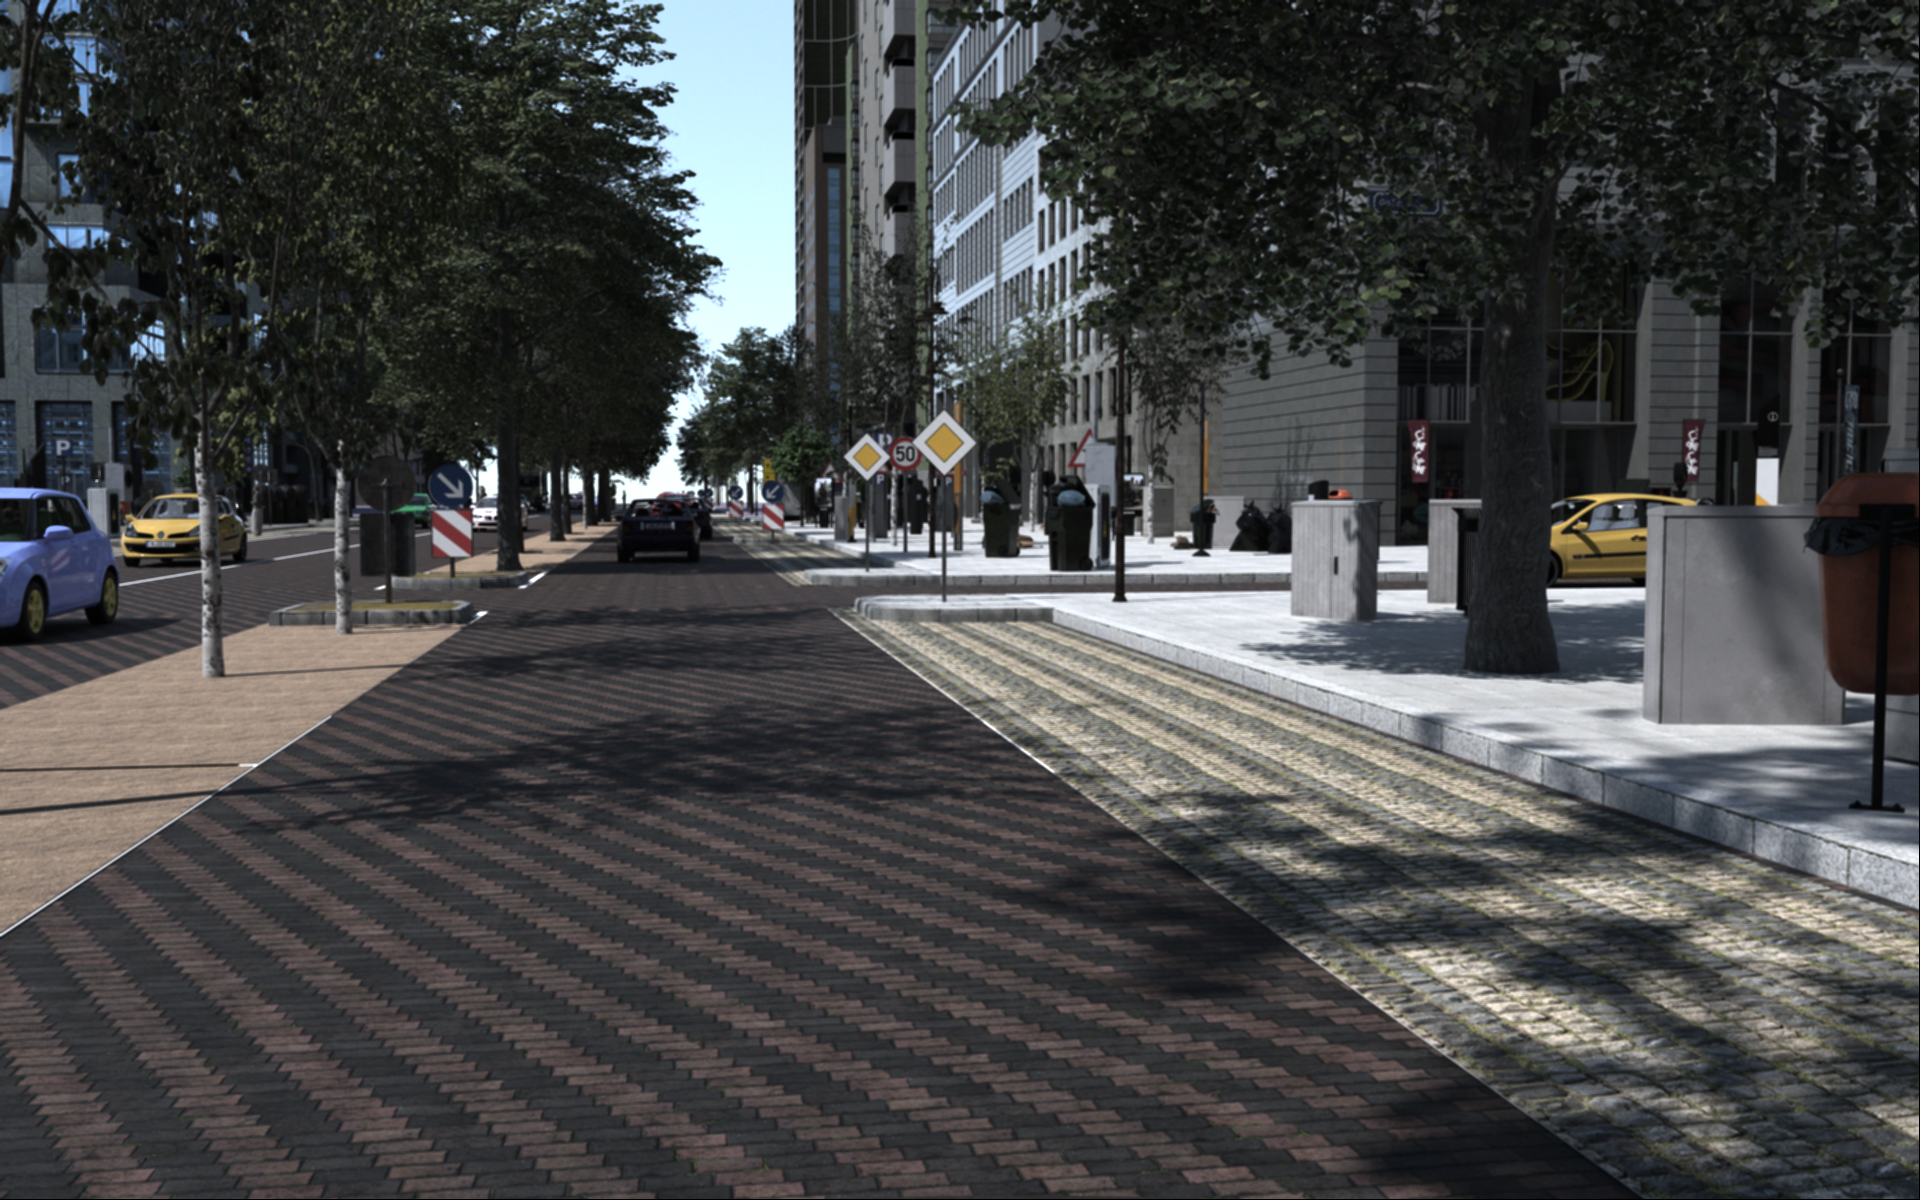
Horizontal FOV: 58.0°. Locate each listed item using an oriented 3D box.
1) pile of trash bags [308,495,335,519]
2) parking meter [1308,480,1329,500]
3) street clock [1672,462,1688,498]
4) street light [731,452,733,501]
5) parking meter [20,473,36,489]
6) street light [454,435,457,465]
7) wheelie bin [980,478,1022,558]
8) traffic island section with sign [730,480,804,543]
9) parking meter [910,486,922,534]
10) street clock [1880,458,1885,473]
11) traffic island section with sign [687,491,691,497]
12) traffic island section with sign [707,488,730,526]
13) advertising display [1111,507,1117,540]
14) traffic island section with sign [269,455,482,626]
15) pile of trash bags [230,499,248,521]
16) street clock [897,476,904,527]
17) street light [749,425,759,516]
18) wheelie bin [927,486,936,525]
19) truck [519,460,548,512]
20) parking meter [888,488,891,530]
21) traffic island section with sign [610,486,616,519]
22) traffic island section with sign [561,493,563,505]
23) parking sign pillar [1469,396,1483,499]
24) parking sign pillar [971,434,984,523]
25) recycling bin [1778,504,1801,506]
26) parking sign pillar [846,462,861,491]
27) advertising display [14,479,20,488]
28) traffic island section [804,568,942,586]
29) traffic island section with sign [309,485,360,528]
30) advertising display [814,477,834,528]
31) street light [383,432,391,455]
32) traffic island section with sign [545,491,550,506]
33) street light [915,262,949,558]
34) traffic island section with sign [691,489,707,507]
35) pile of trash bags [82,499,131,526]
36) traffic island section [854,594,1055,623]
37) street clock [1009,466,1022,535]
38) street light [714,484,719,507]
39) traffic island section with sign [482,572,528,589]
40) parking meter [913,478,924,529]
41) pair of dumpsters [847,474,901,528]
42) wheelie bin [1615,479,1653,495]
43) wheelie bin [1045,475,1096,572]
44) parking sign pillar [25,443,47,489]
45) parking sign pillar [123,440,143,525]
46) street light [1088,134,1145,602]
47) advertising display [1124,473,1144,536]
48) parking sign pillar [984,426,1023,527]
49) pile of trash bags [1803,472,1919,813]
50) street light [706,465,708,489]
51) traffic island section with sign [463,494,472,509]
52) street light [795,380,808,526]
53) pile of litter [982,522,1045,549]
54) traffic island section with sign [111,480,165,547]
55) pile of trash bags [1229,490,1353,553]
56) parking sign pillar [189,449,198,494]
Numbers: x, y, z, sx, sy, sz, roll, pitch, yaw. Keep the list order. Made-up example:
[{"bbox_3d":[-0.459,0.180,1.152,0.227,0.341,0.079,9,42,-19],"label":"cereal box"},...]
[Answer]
[{"bbox_3d":[-33.676,-4.866,89.319,3.447,1.369,1.912,-2,4,-30],"label":"pile of trash bags"},{"bbox_3d":[6.661,-1.456,32.220,0.372,1.533,0.369,0,3,0],"label":"parking meter"},{"bbox_3d":[16.504,-2.150,39.721,0.358,2.002,0.471,2,4,32],"label":"street clock"},{"bbox_3d":[-18.870,-10.408,142.960,0.468,5.910,1.993,-1,4,-10],"label":"street light"},{"bbox_3d":[-26.368,-2.650,49.042,0.255,1.863,0.399,0,4,5],"label":"parking meter"},{"bbox_3d":[-39.179,-9.899,134.637,0.468,5.910,1.993,-1,4,-10],"label":"street light"},{"bbox_3d":[0.809,-1.662,35.079,0.693,1.594,0.980,2,4,26],"label":"wheelie bin"},{"bbox_3d":[-5.661,-2.592,51.011,1.989,1.847,2.006,-1,4,-10],"label":"traffic island section with sign"},{"bbox_3d":[-1.401,-2.860,55.179,0.372,1.533,0.369,0,3,0],"label":"parking meter"},{"bbox_3d":[17.932,-1.760,33.349,0.358,2.002,0.471,0,4,0],"label":"street clock"},{"bbox_3d":[-23.045,-8.859,153.476,1.989,1.847,2.006,-1,4,-10],"label":"traffic island section with sign"},{"bbox_3d":[-10.175,-4.218,77.587,1.989,1.847,2.006,-1,4,-10],"label":"traffic island section with sign"},{"bbox_3d":[3.980,-2.595,47.636,0.123,1.923,0.974,3,5,40],"label":"advertising display"},{"bbox_3d":[-6.635,-0.711,19.765,2.006,1.907,1.989,-1,4,-10],"label":"traffic island section with sign"},{"bbox_3d":[-34.955,-4.338,80.681,3.447,1.369,1.912,1,4,14],"label":"pile of trash bags"},{"bbox_3d":[-2.353,-3.878,67.971,0.358,2.002,0.471,2,4,27],"label":"street clock"},{"bbox_3d":[-13.163,-8.344,109.217,0.468,5.910,1.993,-1,4,-10],"label":"street light"},{"bbox_3d":[-0.814,-3.715,68.641,0.980,1.594,0.693,-3,4,-37],"label":"wheelie bin"},{"bbox_3d":[-35.548,-9.416,142.867,2.839,4.237,11.283,-1,4,-11],"label":"truck"},{"bbox_3d":[-2.514,-3.237,61.334,0.372,1.533,0.369,0,3,0],"label":"parking meter"},{"bbox_3d":[-20.431,-5.689,101.154,2.006,1.907,1.989,-1,4,-10],"label":"traffic island section with sign"},{"bbox_3d":[-53.511,-13.645,231.723,1.989,1.847,2.006,-1,4,-10],"label":"traffic island section with sign"},{"bbox_3d":[13.170,-3.239,41.424,1.447,3.967,1.447,-1,4,-16],"label":"parking sign pillar"},{"bbox_3d":[1.205,-5.374,76.335,1.447,3.967,1.447,1,4,17],"label":"parking sign pillar"},{"bbox_3d":[19.712,-1.785,41.743,0.722,1.027,0.722,-2,4,-29],"label":"recycling bin"},{"bbox_3d":[-5.762,-6.699,97.993,1.447,3.967,1.447,1,4,16],"label":"parking sign pillar"},{"bbox_3d":[-40.257,-4.219,74.196,0.123,1.923,0.974,-1,4,-10],"label":"advertising display"},{"bbox_3d":[-1.503,-0.380,28.487,2.009,0.180,2.903,-1,4,-10],"label":"traffic island section"},{"bbox_3d":[-26.882,-4.039,74.670,1.989,1.847,2.006,-1,4,-10],"label":"traffic island section with sign"},{"bbox_3d":[-5.120,-3.673,65.264,0.974,1.923,0.123,3,5,40],"label":"advertising display"},{"bbox_3d":[-33.414,-7.833,100.861,0.468,5.910,1.993,-1,4,-10],"label":"street light"},{"bbox_3d":[-48.932,-11.998,204.795,1.989,1.847,2.006,-1,4,-10],"label":"traffic island section with sign"},{"bbox_3d":[-0.561,-3.784,34.662,0.468,5.910,1.993,-1,4,-10],"label":"street light"},{"bbox_3d":[-18.460,-7.207,126.462,1.989,1.847,2.006,-1,4,-10],"label":"traffic island section with sign"},{"bbox_3d":[-34.671,-3.686,70.019,1.912,1.369,3.447,1,4,8],"label":"pile of trash bags"},{"bbox_3d":[-0.168,0.102,20.614,2.009,0.180,2.903,-1,4,-10],"label":"traffic island section"},{"bbox_3d":[1.404,-2.428,44.274,0.358,2.002,0.471,-1,4,-10],"label":"street clock"},{"bbox_3d":[-27.098,-13.381,191.563,0.468,5.910,1.993,-1,4,-10],"label":"street light"},{"bbox_3d":[-7.863,-1.158,27.070,2.006,1.907,1.989,-1,4,-10],"label":"traffic island section with sign"},{"bbox_3d":[-1.525,-3.526,63.362,0.399,1.863,0.255,-1,4,-10],"label":"parking meter"},{"bbox_3d":[-3.224,-3.816,64.878,1.574,2.255,4.437,-1,4,-10],"label":"pair of dumpsters"},{"bbox_3d":[13.941,-1.713,35.920,0.980,1.594,0.693,3,5,43],"label":"wheelie bin"},{"bbox_3d":[1.827,-1.279,28.815,0.693,1.594,0.980,-2,4,-24],"label":"wheelie bin"},{"bbox_3d":[-48.515,-6.267,90.937,1.447,3.967,1.447,0,4,0],"label":"parking sign pillar"},{"bbox_3d":[-34.630,-5.153,72.722,1.447,3.967,1.447,-2,4,-28],"label":"parking sign pillar"},{"bbox_3d":[1.906,-2.917,20.482,0.468,5.910,1.993,-1,4,-10],"label":"street light"},{"bbox_3d":[5.155,-2.925,53.043,0.974,1.923,0.123,0,4,4],"label":"advertising display"},{"bbox_3d":[1.794,-4.909,68.729,1.447,3.967,1.447,0,4,2],"label":"parking sign pillar"},{"bbox_3d":[5.070,0.198,6.517,3.447,1.369,1.912,2,4,30],"label":"pile of trash bags"},{"bbox_3d":[-32.940,-15.483,225.941,0.468,5.910,1.993,-1,4,-10],"label":"street light"},{"bbox_3d":[-35.298,-7.073,124.268,1.989,1.847,2.006,-1,4,-10],"label":"traffic island section with sign"},{"bbox_3d":[-6.266,-5.858,68.563,0.468,5.910,1.993,-1,4,-10],"label":"street light"},{"bbox_3d":[1.243,-1.664,41.168,1.719,0.858,1.176,-1,4,-23],"label":"pile of litter"},{"bbox_3d":[-22.287,-2.384,47.604,1.989,1.847,2.006,-1,4,-10],"label":"traffic island section with sign"},{"bbox_3d":[7.470,-1.731,38.056,1.912,1.369,3.447,-2,4,-26],"label":"pile of trash bags"},{"bbox_3d":[-29.989,-4.891,68.435,1.447,3.967,1.447,0,4,-5],"label":"parking sign pillar"}]
